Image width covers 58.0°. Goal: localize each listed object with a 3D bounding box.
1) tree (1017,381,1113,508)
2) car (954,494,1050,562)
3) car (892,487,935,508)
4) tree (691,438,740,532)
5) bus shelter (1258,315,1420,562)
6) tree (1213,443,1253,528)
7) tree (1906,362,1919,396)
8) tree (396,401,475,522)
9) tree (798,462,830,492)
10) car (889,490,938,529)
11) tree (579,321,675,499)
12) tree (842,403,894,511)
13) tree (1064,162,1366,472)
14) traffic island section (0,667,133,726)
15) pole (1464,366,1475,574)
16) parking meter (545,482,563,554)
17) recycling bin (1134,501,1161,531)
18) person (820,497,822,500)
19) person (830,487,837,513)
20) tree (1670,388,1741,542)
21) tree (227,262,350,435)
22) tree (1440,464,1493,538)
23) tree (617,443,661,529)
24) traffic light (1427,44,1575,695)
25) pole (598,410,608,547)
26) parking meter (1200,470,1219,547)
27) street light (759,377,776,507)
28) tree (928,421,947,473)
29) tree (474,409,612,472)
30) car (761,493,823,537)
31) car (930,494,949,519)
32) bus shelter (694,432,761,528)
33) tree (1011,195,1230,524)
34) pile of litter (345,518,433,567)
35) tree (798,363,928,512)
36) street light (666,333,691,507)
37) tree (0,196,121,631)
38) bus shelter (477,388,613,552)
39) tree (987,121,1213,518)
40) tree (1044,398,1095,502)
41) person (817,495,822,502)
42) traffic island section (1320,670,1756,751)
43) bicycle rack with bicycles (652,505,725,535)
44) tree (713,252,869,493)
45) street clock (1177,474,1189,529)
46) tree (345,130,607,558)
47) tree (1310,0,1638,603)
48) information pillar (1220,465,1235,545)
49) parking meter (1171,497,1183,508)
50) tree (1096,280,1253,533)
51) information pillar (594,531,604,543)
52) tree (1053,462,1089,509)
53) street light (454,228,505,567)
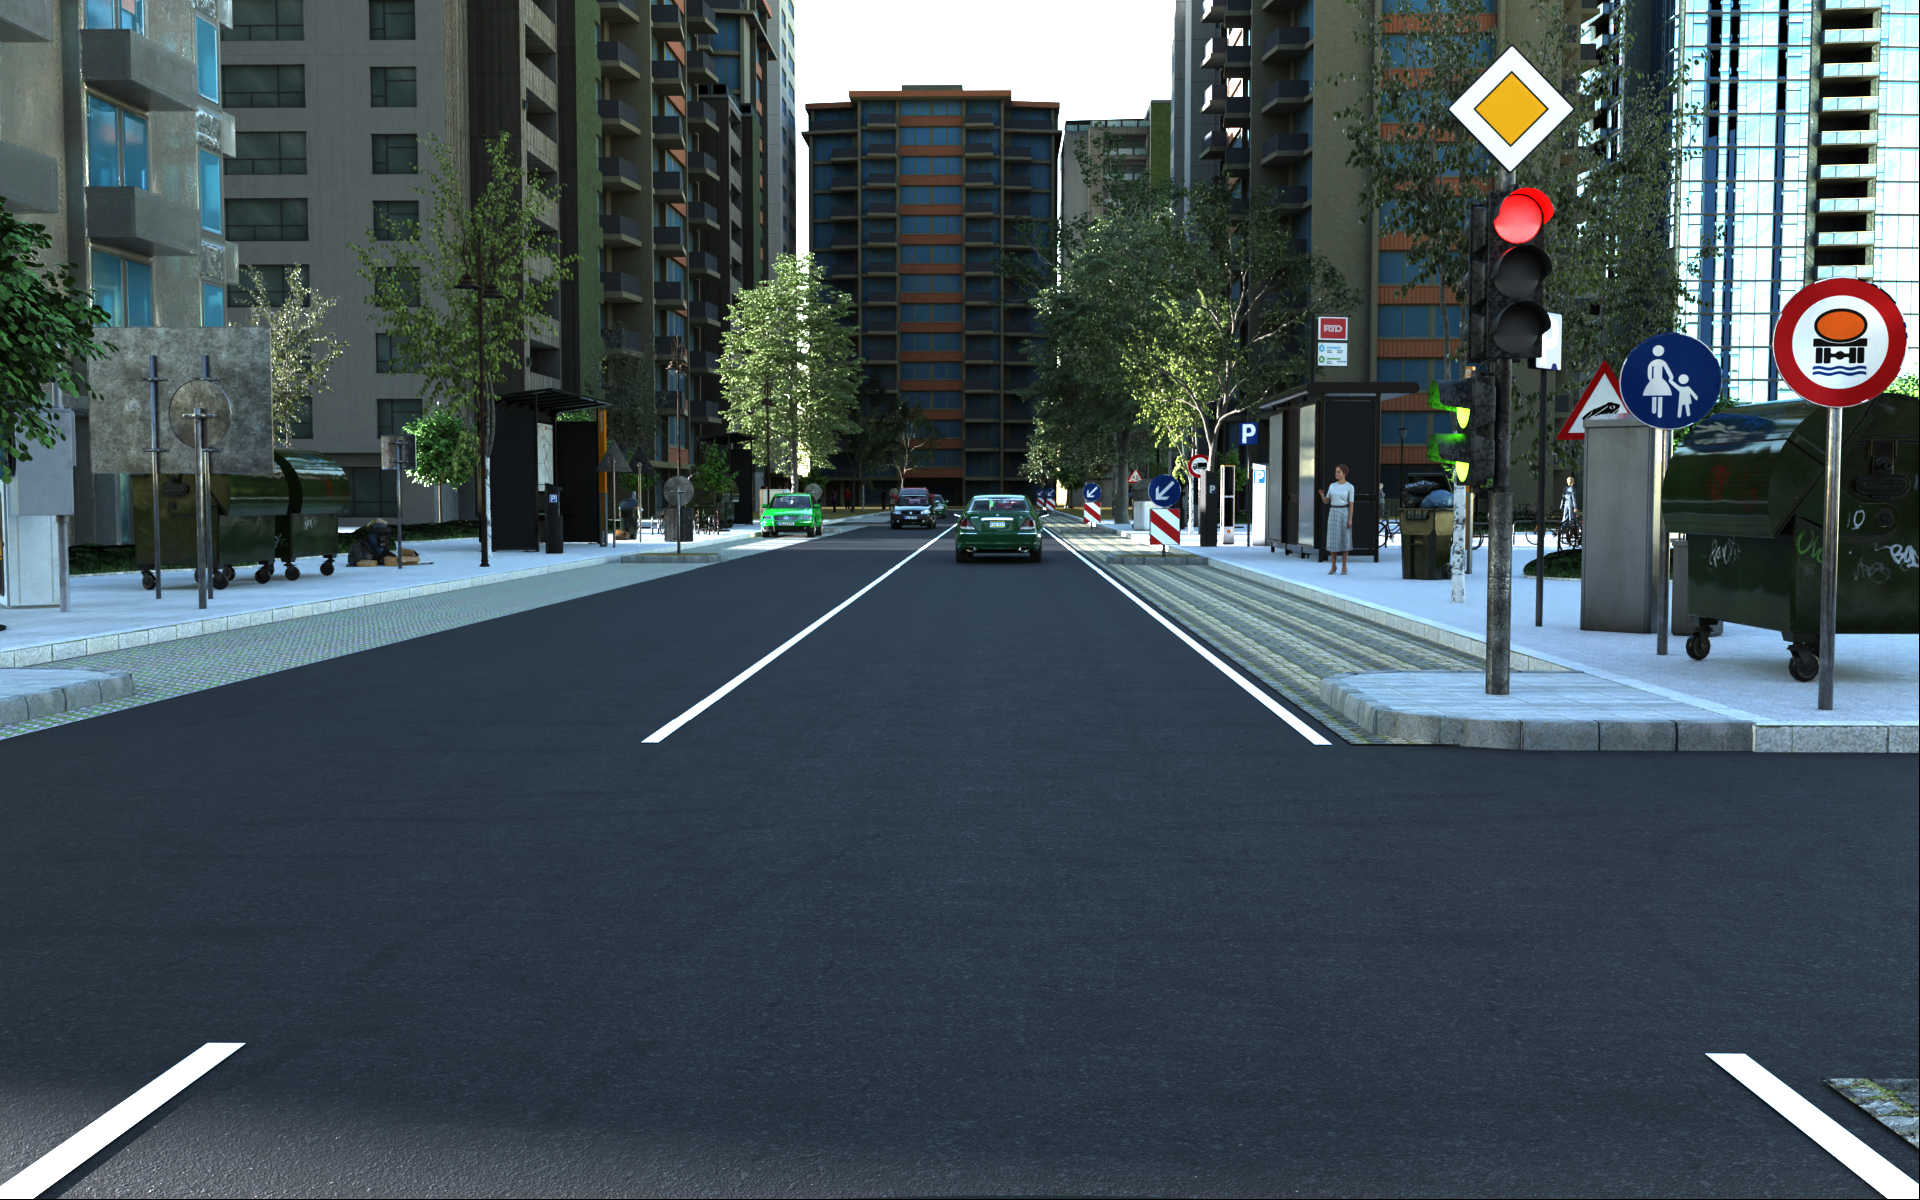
[{"bbox_3d":[9.936,-14.622,156.071,9.611,12.733,9.660,0,3,0],"label":"tree"},{"bbox_3d":[0.890,-1.593,37.841,2.131,1.459,4.920,0,4,3],"label":"car"},{"bbox_3d":[-2.463,-5.111,92.232,2.281,1.827,5.304,0,4,1],"label":"car"},{"bbox_3d":[-8.321,-3.972,59.551,1.663,3.219,1.824,0,3,0],"label":"tree"},{"bbox_3d":[7.623,-3.607,36.607,2.179,5.291,8.768,0,4,1],"label":"bus shelter"},{"bbox_3d":[10.347,-4.344,65.631,1.663,3.219,1.824,0,3,0],"label":"tree"},{"bbox_3d":[22.719,-3.505,41.016,4.285,4.588,4.351,0,3,0],"label":"tree"},{"bbox_3d":[-18.313,-4.746,61.313,4.285,4.588,4.351,0,3,0],"label":"tree"},{"bbox_3d":[-7.768,-6.016,92.955,1.663,3.219,1.824,0,3,0],"label":"tree"},{"bbox_3d":[-1.900,-3.785,71.672,2.009,1.686,4.222,0,4,2],"label":"car"},{"bbox_3d":[-13.843,-7.491,72.846,4.360,8.622,3.978,0,3,0],"label":"tree"},{"bbox_3d":[-7.040,-10.998,130.175,4.737,8.622,4.395,0,3,0],"label":"tree"},{"bbox_3d":[7.121,-7.052,49.706,8.767,10.594,7.601,0,4,6],"label":"tree"},{"bbox_3d":[-6.865,0.668,11.364,2.009,0.180,2.903,0,4,1],"label":"traffic island section"},{"bbox_3d":[8.135,-2.074,27.760,0.158,3.312,0.155,0,3,0],"label":"pole"},{"bbox_3d":[-8.773,-1.775,37.427,0.372,1.533,0.369,0,3,0],"label":"parking meter"},{"bbox_3d":[6.542,-2.935,60.541,0.722,1.027,0.722,-2,4,-24],"label":"recycling bin"},{"bbox_3d":[-9.916,-6.813,118.150,1.217,1.735,0.721,3,4,39],"label":"person"},{"bbox_3d":[-8.830,-6.952,120.396,0.721,1.739,1.217,-1,4,-18],"label":"person"},{"bbox_3d":[19.337,-3.848,46.635,4.285,4.588,4.351,0,3,0],"label":"tree"},{"bbox_3d":[-21.378,-6.350,54.187,4.360,8.622,3.978,0,3,0],"label":"tree"},{"bbox_3d":[15.253,-3.464,51.235,1.663,3.219,1.824,0,3,0],"label":"tree"},{"bbox_3d":[-11.967,-4.287,64.692,1.663,3.219,1.824,0,3,0],"label":"tree"},{"bbox_3d":[3.434,-1.351,11.014,0.839,4.253,0.868,0,4,1],"label":"traffic light"},{"bbox_3d":[-8.704,-2.959,42.226,0.158,3.312,0.155,0,3,0],"label":"pole"},{"bbox_3d":[6.085,-2.236,42.274,0.399,1.863,0.255,-2,4,-30],"label":"parking meter"},{"bbox_3d":[-7.598,-5.859,68.590,0.468,5.910,1.993,0,4,1],"label":"street light"},{"bbox_3d":[-5.487,-13.916,161.931,8.767,10.594,7.601,0,4,-4],"label":"tree"},{"bbox_3d":[-13.651,-4.692,60.428,4.285,4.588,4.351,0,3,0],"label":"tree"},{"bbox_3d":[-5.641,-3.031,58.348,1.959,1.807,4.718,0,3,0],"label":"car"},{"bbox_3d":[-1.721,-5.535,102.294,2.131,1.459,4.920,0,4,1],"label":"car"},{"bbox_3d":[-9.180,-4.744,68.851,1.731,3.624,6.357,0,4,1],"label":"bus shelter"},{"bbox_3d":[6.944,-10.285,74.812,9.857,13.997,8.962,0,3,0],"label":"tree"},{"bbox_3d":[-10.260,-1.050,31.135,1.719,0.858,1.176,-3,4,-39],"label":"pile of litter"},{"bbox_3d":[-7.442,-11.361,120.162,8.767,10.594,7.601,-1,4,-12],"label":"tree"},{"bbox_3d":[-8.083,-4.711,49.812,0.468,5.910,1.993,0,4,1],"label":"street light"},{"bbox_3d":[-9.612,-1.969,15.905,4.285,4.588,4.351,0,3,0],"label":"tree"},{"bbox_3d":[-9.809,-3.067,41.426,1.731,3.624,6.357,0,4,1],"label":"bus shelter"},{"bbox_3d":[7.153,-14.384,91.074,12.611,20.169,13.585,0,3,0],"label":"tree"},{"bbox_3d":[7.374,-9.410,104.222,4.737,8.622,4.395,0,3,0],"label":"tree"},{"bbox_3d":[-10.417,-7.453,127.530,0.705,1.869,1.348,1,4,21],"label":"person"},{"bbox_3d":[3.474,0.682,11.127,2.009,0.180,2.903,0,4,1],"label":"traffic island section"},{"bbox_3d":[-8.643,-2.551,55.084,2.852,0.926,2.925,0,4,-3],"label":"bicycle rack with bicycles"},{"bbox_3d":[-7.942,-9.975,81.214,7.486,12.596,7.792,0,3,0],"label":"tree"},{"bbox_3d":[8.059,-3.575,63.020,0.471,2.002,0.358,3,5,40],"label":"street clock"},{"bbox_3d":[-9.695,-5.139,34.389,4.737,8.622,4.395,0,3,0],"label":"tree"},{"bbox_3d":[6.028,-4.263,20.062,4.360,8.622,3.978,0,3,0],"label":"tree"},{"bbox_3d":[6.810,-2.420,44.057,0.304,2.012,0.304,0,4,-3],"label":"information pillar"},{"bbox_3d":[7.979,-3.555,63.830,0.399,1.863,0.255,-1,4,-14],"label":"parking meter"},{"bbox_3d":[7.439,-6.540,57.285,4.737,8.622,4.395,0,3,0],"label":"tree"},{"bbox_3d":[-9.517,-2.524,45.764,0.304,2.012,0.304,0,4,-2],"label":"information pillar"},{"bbox_3d":[9.499,-9.988,147.022,4.285,4.588,4.351,0,3,0],"label":"tree"},{"bbox_3d":[-8.401,-3.526,30.434,0.468,5.910,1.993,0,4,1],"label":"street light"}]
